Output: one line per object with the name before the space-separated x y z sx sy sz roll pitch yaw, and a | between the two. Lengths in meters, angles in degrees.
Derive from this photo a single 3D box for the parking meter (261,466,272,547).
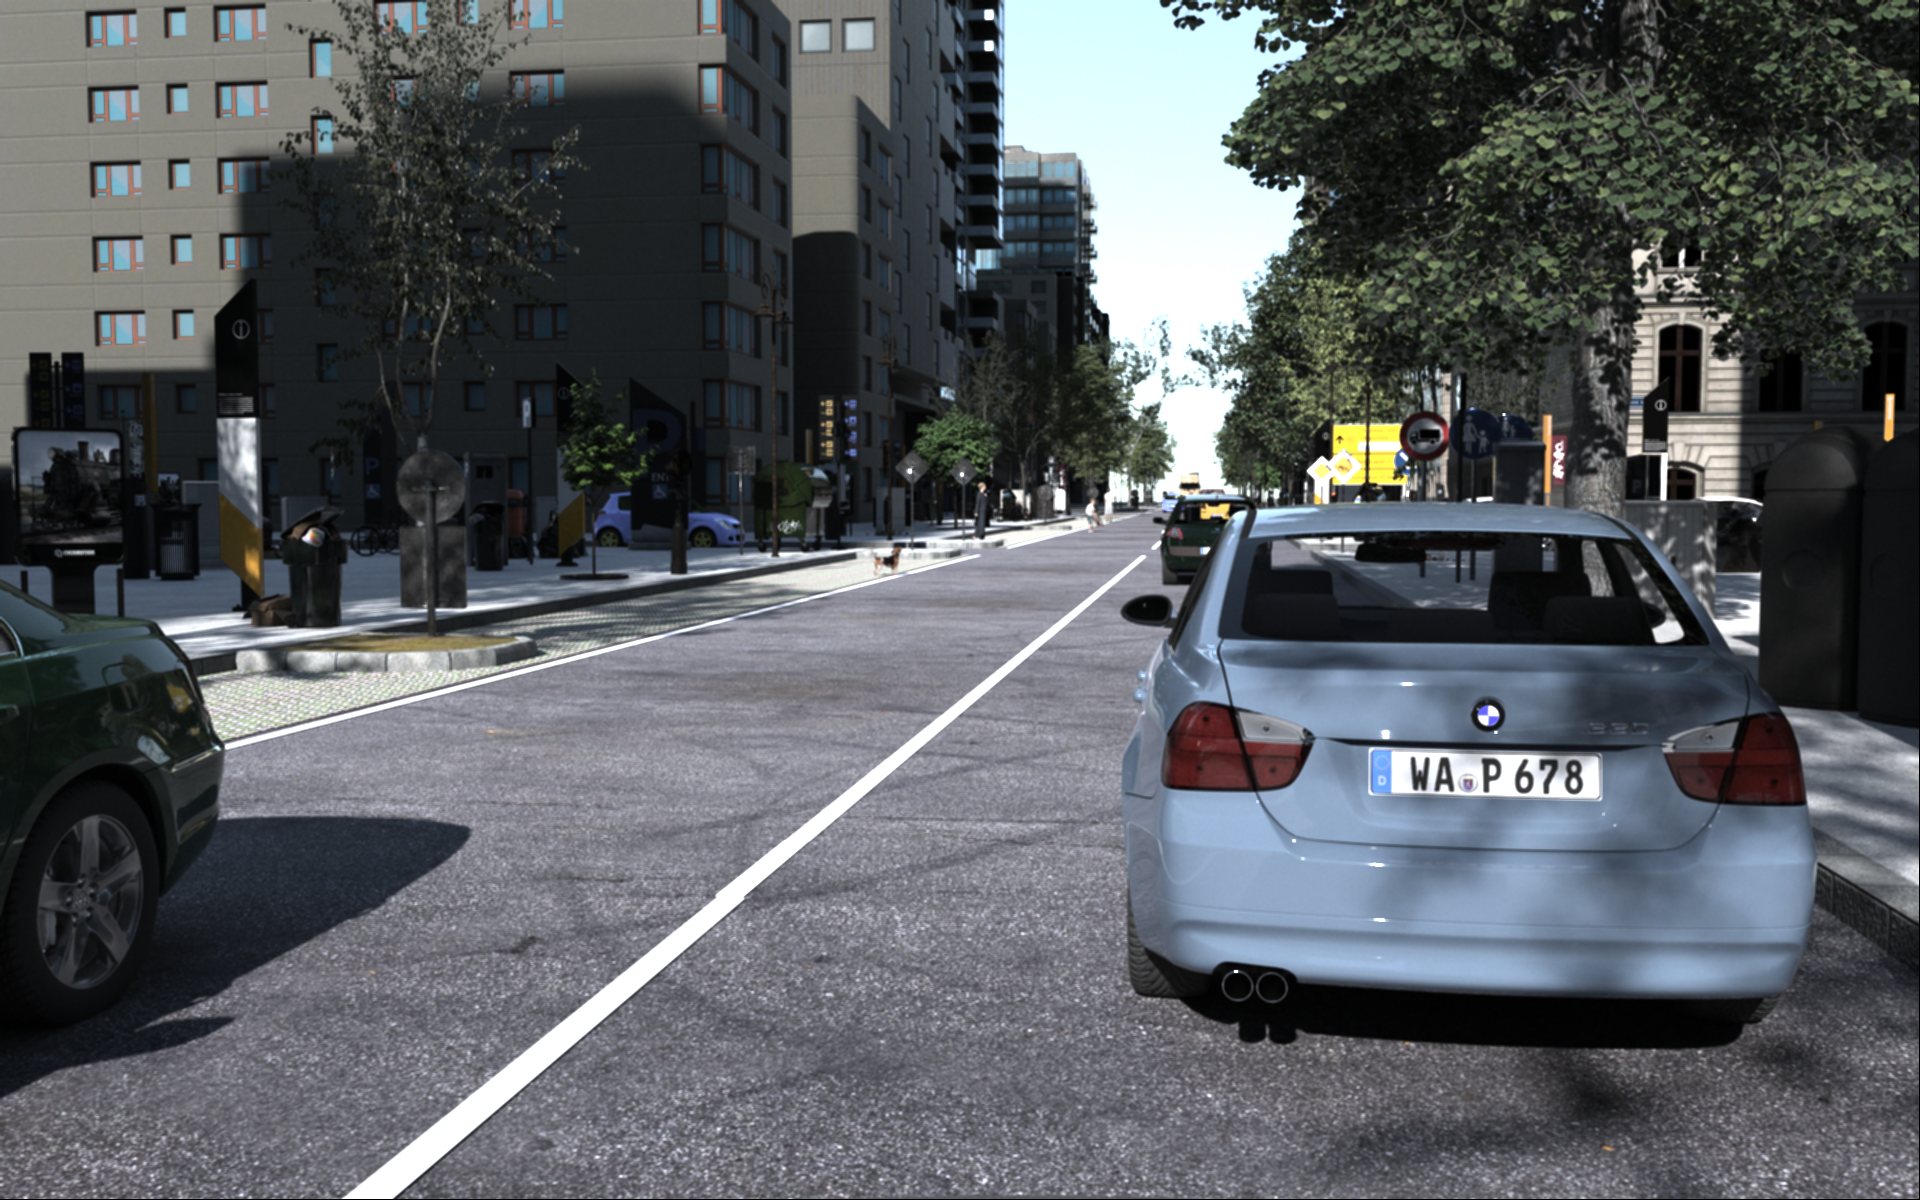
parking meter | -14.387 -1.838 35.768 0.255 1.863 0.399 -1 4 -15

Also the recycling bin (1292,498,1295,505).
recycling bin | 20.377 -5.735 106.317 0.722 1.027 0.722 -2 4 -35

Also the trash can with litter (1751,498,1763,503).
trash can with litter | 20.775 -2.023 44.458 0.624 1.170 1.055 -2 4 -28

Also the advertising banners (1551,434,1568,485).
advertising banners | 18.209 -3.325 50.544 2.074 3.025 0.090 3 4 38

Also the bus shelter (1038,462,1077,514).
bus shelter | 6.362 -7.270 112.787 2.014 3.302 5.546 1 4 9

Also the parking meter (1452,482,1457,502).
parking meter | 24.774 -4.941 86.488 0.399 1.863 0.255 -2 4 -33

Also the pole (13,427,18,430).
pole | -28.684 -3.601 52.720 0.158 3.312 0.155 0 3 0

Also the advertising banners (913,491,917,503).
advertising banners | -2.459 -5.800 91.025 2.074 3.025 0.090 1 4 18

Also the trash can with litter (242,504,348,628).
trash can with litter | -6.456 -0.327 16.727 1.055 1.170 0.624 1 4 18

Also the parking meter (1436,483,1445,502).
parking meter | 25.685 -5.313 92.571 0.399 1.863 0.255 2 4 23

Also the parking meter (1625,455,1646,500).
parking meter | 10.045 -1.241 26.007 0.399 1.863 0.255 -2 4 -24

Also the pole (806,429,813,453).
pole | -4.743 -3.712 54.533 0.158 3.312 0.155 0 3 0

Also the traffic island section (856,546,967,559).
traffic island section | -1.104 -1.040 39.290 2.009 0.180 2.903 1 4 8

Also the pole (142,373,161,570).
pole | -13.630 -2.162 29.189 0.158 3.312 0.155 0 3 0

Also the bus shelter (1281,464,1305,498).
bus shelter | 21.521 -7.435 112.840 1.731 3.624 6.357 1 4 8

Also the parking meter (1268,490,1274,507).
parking meter | 18.145 -5.664 101.011 0.372 1.533 0.369 0 3 0

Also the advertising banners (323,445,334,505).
advertising banners | -20.574 -3.687 56.465 0.090 3.025 2.074 -2 4 -27

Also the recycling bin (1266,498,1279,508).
recycling bin | 18.636 -5.528 102.940 0.722 1.027 0.722 0 4 -3

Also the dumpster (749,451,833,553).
dumpster | -3.776 -2.209 38.619 1.502 2.255 1.985 1 4 8

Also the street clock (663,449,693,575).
street clock | -4.499 -1.413 27.666 0.358 2.002 0.471 2 4 32

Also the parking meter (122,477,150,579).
parking meter | -12.466 -1.086 26.171 0.372 1.533 0.369 0 3 0

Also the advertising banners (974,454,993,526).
advertising banners | 1.004 -4.559 70.727 0.090 3.025 2.074 2 4 24

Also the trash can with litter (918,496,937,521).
trash can with litter | -1.477 -4.304 81.761 0.624 1.170 1.055 3 5 40

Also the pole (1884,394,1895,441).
pole | 18.947 -2.541 35.394 0.158 3.312 0.155 0 3 0

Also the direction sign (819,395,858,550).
direction sign | -2.786 -2.921 39.756 0.876 3.537 0.379 0 4 3

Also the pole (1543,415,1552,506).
pole | 15.156 -3.115 44.767 0.158 3.312 0.155 0 3 0

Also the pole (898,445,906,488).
pole | -2.344 -4.745 71.419 0.158 3.312 0.155 0 3 0

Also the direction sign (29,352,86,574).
direction sign | -14.450 -2.190 27.802 0.876 3.537 0.379 0 4 3

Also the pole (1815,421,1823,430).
pole | 23.870 -3.326 48.226 0.158 3.312 0.155 0 3 0

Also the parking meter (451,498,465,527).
parking meter | -11.821 -1.986 40.878 0.372 1.533 0.369 0 3 0

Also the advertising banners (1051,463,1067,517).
advertising banners | 5.066 -6.234 98.112 2.074 3.025 0.090 -1 4 -9

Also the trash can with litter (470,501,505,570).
trash can with litter | -8.035 -1.089 29.198 0.624 1.170 1.055 -2 4 -26

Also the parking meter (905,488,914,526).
parking meter | -2.030 -3.712 69.096 0.372 1.533 0.369 0 3 0

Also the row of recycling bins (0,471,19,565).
row of recycling bins | -18.578 -1.467 31.092 3.534 1.692 1.069 -2 4 -25

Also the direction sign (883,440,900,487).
direction sign | -2.871 -4.937 72.717 0.876 3.537 0.379 -3 5 -41

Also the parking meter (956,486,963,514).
parking meter | -0.015 -6.539 112.615 0.399 1.863 0.255 -3 4 -39

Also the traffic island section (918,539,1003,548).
traffic island section | 0.078 -1.523 47.187 2.009 0.180 2.903 1 4 8

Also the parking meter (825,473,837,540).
parking meter | -3.577 -2.602 48.253 0.399 1.863 0.255 -2 4 -27

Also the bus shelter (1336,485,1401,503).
bus shelter | 12.592 -3.646 53.531 2.014 3.302 5.546 1 4 8

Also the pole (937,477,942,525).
pole | -0.849 -4.725 71.091 0.158 3.312 0.155 0 3 0

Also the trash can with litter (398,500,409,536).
trash can with litter | -16.482 -2.376 50.234 0.624 1.170 1.055 3 5 42

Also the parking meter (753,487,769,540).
parking meter | -5.558 -2.614 48.450 0.399 1.863 0.255 1 4 20

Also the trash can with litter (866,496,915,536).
trash can with litter | -2.091 -2.641 54.235 1.678 1.210 2.233 1 4 8

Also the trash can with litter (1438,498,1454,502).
trash can with litter | 13.545 -2.303 49.038 0.624 1.170 1.055 -1 4 -11

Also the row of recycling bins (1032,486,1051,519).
row of recycling bins | 4.304 -5.146 91.243 1.069 1.692 3.534 0 4 4

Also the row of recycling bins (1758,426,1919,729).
row of recycling bins | 5.720 -0.132 9.264 1.069 1.692 3.534 -1 4 -18

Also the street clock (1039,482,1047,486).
street clock | 4.787 -5.827 99.837 0.471 2.002 0.358 -2 4 -26

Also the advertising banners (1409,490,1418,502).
advertising banners | 16.692 -4.142 63.909 0.090 3.025 2.074 2 4 26
